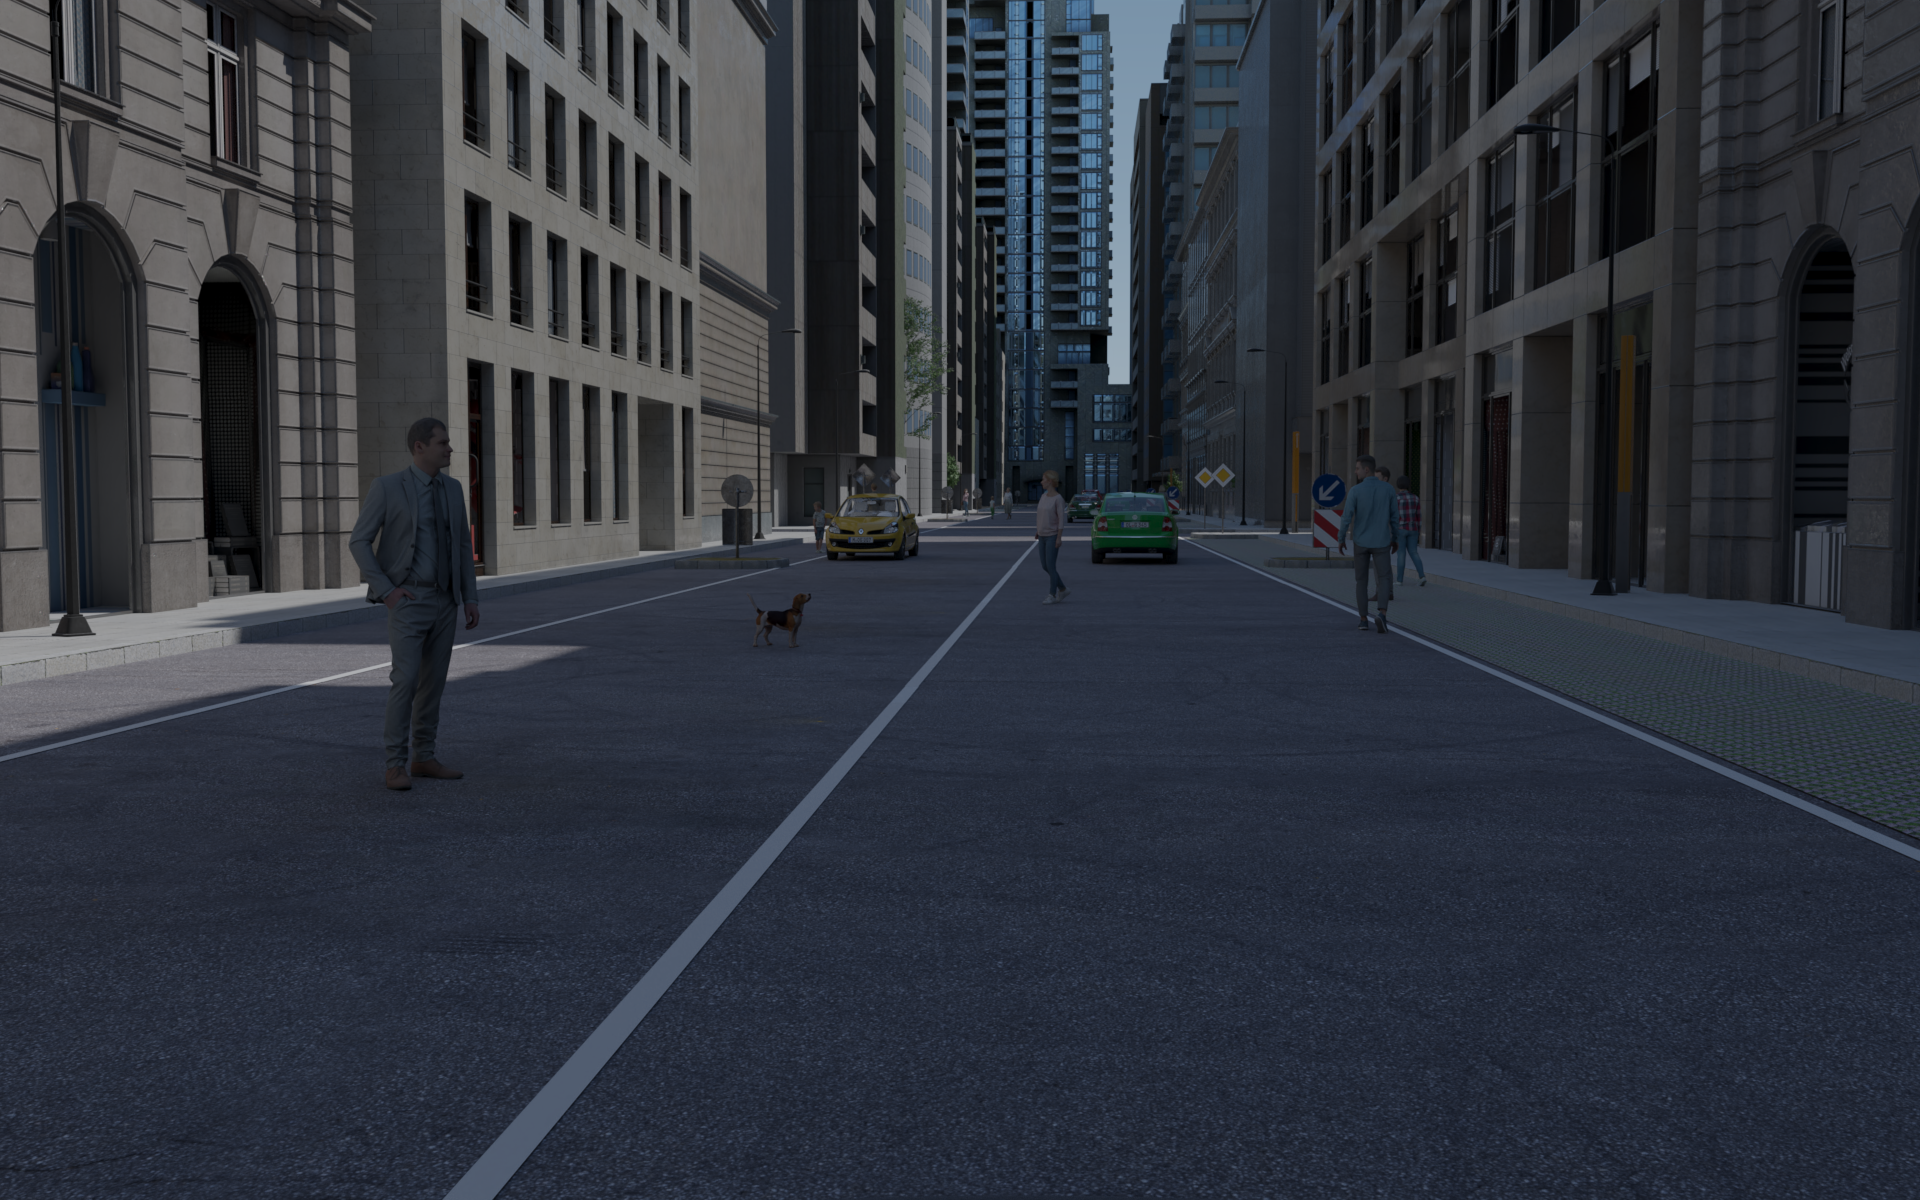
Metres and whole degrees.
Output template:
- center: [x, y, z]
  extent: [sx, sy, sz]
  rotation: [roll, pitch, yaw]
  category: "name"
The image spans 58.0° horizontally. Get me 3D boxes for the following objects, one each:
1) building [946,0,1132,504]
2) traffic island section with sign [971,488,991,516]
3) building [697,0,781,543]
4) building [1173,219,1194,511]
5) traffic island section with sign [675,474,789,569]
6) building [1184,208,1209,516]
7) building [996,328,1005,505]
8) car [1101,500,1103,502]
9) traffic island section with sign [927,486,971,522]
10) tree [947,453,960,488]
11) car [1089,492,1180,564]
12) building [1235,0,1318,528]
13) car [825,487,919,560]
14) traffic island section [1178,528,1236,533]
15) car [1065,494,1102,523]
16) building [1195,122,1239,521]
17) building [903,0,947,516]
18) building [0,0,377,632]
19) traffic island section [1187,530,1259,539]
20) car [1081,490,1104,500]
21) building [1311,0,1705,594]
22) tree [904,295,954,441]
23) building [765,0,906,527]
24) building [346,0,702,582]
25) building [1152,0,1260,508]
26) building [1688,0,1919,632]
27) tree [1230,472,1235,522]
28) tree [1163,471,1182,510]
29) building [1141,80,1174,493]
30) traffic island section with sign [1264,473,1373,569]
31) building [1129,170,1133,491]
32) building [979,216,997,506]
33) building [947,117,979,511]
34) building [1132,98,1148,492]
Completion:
- center: [7.370, -56.250, 232.352]
  extent: [31.000, 86.520, 22.319]
  rotation: [0, 4, 4]
  category: "building"
- center: [1.219, -6.594, 116.442]
  extent: [1.989, 1.847, 2.006]
  rotation: [0, 4, 4]
  category: "traffic island section with sign"
- center: [-23.284, -14.179, 50.917]
  extent: [34.723, 24.649, 14.460]
  rotation: [0, 4, 4]
  category: "building"
- center: [21.869, -18.331, 128.592]
  extent: [11.050, 23.489, 19.941]
  rotation: [0, 4, 4]
  category: "building"
- center: [-4.412, -1.551, 33.988]
  extent: [1.989, 1.847, 2.006]
  rotation: [0, 4, 4]
  category: "traffic island section with sign"
- center: [19.612, -15.936, 109.709]
  extent: [9.793, 20.994, 18.267]
  rotation: [0, 4, 4]
  category: "building"
- center: [-9.740, -21.953, 203.970]
  extent: [28.899, 21.520, 27.650]
  rotation: [0, 4, 4]
  category: "building"
- center: [8.754, -5.342, 96.142]
  extent: [1.959, 1.807, 4.718]
  rotation: [0, 4, 2]
  category: "car"
- center: [-0.619, -4.943, 89.449]
  extent: [1.989, 1.847, 2.006]
  rotation: [0, 4, 4]
  category: "traffic island section with sign"
- center: [-1.507, -8.524, 123.088]
  extent: [4.285, 4.588, 4.351]
  rotation: [0, 3, 0]
  category: "tree"
- center: [3.727, -1.724, 36.988]
  extent: [1.959, 1.807, 4.718]
  rotation: [0, 4, 6]
  category: "car"
- center: [26.708, -15.281, 68.904]
  extent: [30.058, 24.678, 14.314]
  rotation: [0, 4, 4]
  category: "building"
- center: [-1.937, -1.746, 38.773]
  extent: [2.015, 1.641, 3.980]
  rotation: [0, 4, 5]
  category: "car"
- center: [9.081, -2.559, 64.122]
  extent: [2.009, 0.180, 2.903]
  rotation: [0, 4, 4]
  category: "traffic island section"
- center: [6.330, -4.608, 87.141]
  extent: [2.131, 1.459, 4.920]
  rotation: [0, 4, 5]
  category: "car"
- center: [18.698, -15.526, 90.004]
  extent: [11.583, 22.565, 21.152]
  rotation: [0, 4, 4]
  category: "building"
- center: [-12.330, -34.347, 103.581]
  extent: [21.231, 58.520, 28.212]
  rotation: [0, 4, 4]
  category: "building"
- center: [-14.968, -10.428, 12.302]
  extent: [13.314, 21.916, 24.055]
  rotation: [0, 4, 4]
  category: "building"
- center: [8.536, -2.072, 56.156]
  extent: [2.009, 0.180, 2.903]
  rotation: [0, 4, 4]
  category: "traffic island section"
- center: [11.059, -8.445, 146.756]
  extent: [2.281, 1.827, 5.304]
  rotation: [0, 4, 5]
  category: "car"
- center: [19.811, -14.268, 37.795]
  extent: [19.350, 26.468, 34.151]
  rotation: [0, 4, 4]
  category: "building"
- center: [-3.908, -9.691, 84.197]
  extent: [9.928, 11.665, 9.643]
  rotation: [0, 3, 0]
  category: "tree"
- center: [-9.915, -18.371, 72.061]
  extent: [14.160, 30.474, 14.107]
  rotation: [0, 4, 4]
  category: "building"
- center: [-11.992, -10.918, 33.266]
  extent: [10.420, 20.320, 16.860]
  rotation: [0, 4, 4]
  category: "building"
- center: [30.467, -33.186, 162.192]
  extent: [23.786, 49.044, 30.456]
  rotation: [0, 4, 4]
  category: "building"
- center: [14.214, -10.238, 9.199]
  extent: [13.314, 21.916, 24.055]
  rotation: [0, 4, 4]
  category: "building"
- center: [12.920, -5.176, 79.234]
  extent: [1.663, 3.219, 1.824]
  rotation: [0, 3, 0]
  category: "tree"
- center: [17.721, -9.209, 145.174]
  extent: [1.663, 3.219, 1.824]
  rotation: [0, 3, 0]
  category: "tree"
- center: [26.930, -32.726, 185.178]
  extent: [14.600, 45.320, 14.200]
  rotation: [0, 4, 4]
  category: "building"
- center: [7.032, -1.555, 34.057]
  extent: [1.989, 1.847, 2.006]
  rotation: [0, 4, 4]
  category: "traffic island section with sign"
- center: [29.707, -35.406, 229.001]
  extent: [14.200, 45.320, 14.600]
  rotation: [0, 4, 4]
  category: "building"
- center: [-3.548, -24.932, 179.336]
  extent: [14.160, 30.474, 14.107]
  rotation: [0, 4, 4]
  category: "building"
- center: [-6.205, -22.110, 133.192]
  extent: [14.160, 30.474, 14.107]
  rotation: [0, 4, 4]
  category: "building"
- center: [31.227, -35.412, 202.695]
  extent: [21.300, 48.544, 21.600]
  rotation: [0, 4, 4]
  category: "building"
